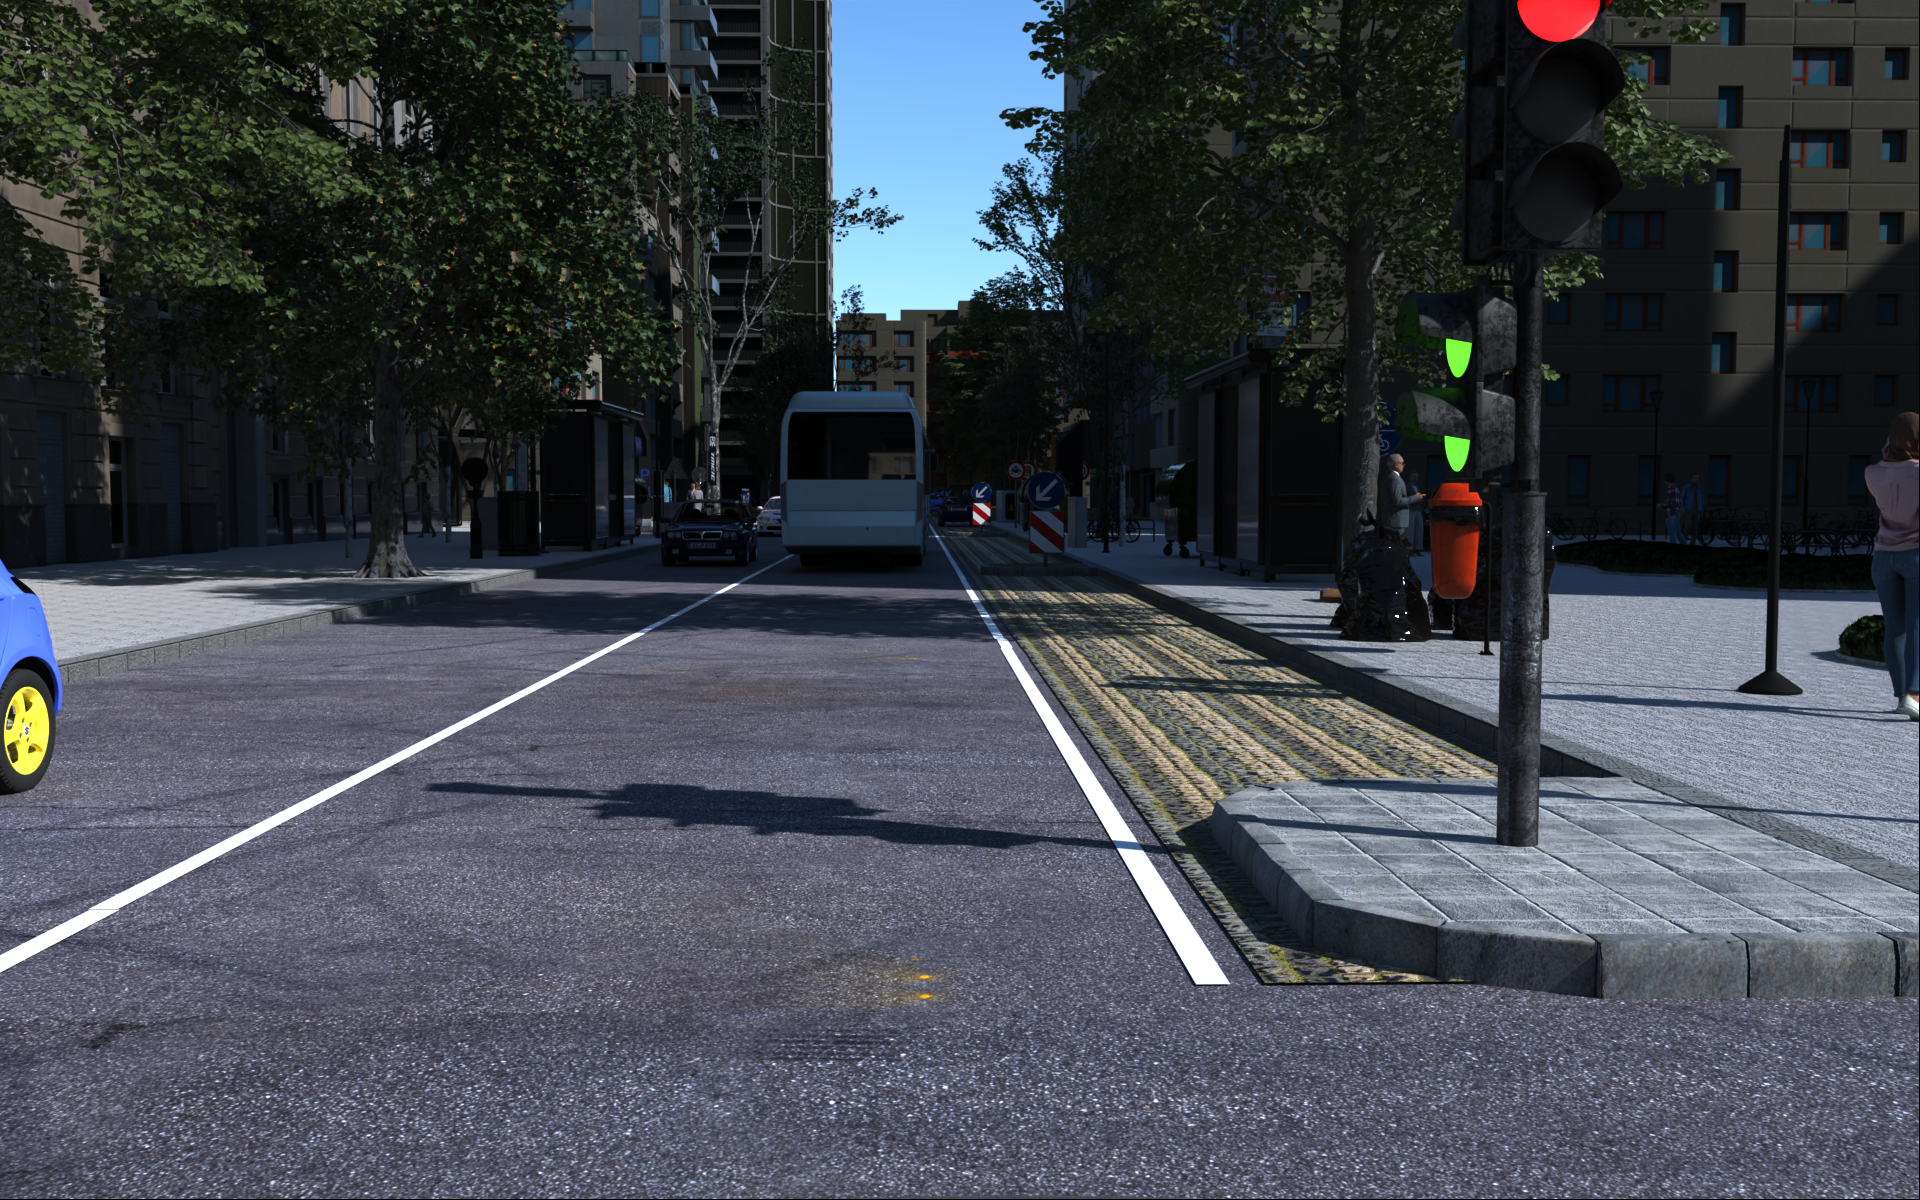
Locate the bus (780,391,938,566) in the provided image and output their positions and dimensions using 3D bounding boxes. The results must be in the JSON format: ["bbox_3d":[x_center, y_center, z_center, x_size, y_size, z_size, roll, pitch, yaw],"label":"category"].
[{"bbox_3d":[-1.989,-2.616,37.636,2.948,3.499,13.247,0,4,0],"label":"bus"}]

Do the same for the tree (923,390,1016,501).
[{"bbox_3d":[1.029,-12.800,143.699,8.767,10.594,7.601,0,4,0],"label":"tree"}]

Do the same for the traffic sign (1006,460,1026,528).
[{"bbox_3d":[2.103,-3.984,65.239,0.768,2.556,0.104,0,4,2],"label":"traffic sign"}]

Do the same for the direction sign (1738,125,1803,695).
[{"bbox_3d":[5.247,-1.169,11.106,0.379,3.537,0.876,2,4,24],"label":"direction sign"}]

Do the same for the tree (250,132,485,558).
[{"bbox_3d":[-12.521,-5.149,34.555,4.737,8.622,4.395,0,3,0],"label":"tree"}]

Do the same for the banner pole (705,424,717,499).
[{"bbox_3d":[-8.931,-4.404,62.025,0.401,3.779,0.863,2,4,24],"label":"banner pole"}]

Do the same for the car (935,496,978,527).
[{"bbox_3d":[-0.115,-3.960,77.331,1.945,1.354,3.894,0,4,-2],"label":"car"}]

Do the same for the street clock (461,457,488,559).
[{"bbox_3d":[-9.606,-1.821,34.342,0.471,2.002,0.358,-3,4,-38],"label":"street clock"}]

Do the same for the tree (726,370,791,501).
[{"bbox_3d":[-11.407,-9.259,101.750,4.360,8.622,3.978,0,3,0],"label":"tree"}]

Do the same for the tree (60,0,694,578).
[{"bbox_3d":[-8.725,-6.691,26.409,9.611,12.733,9.660,0,3,0],"label":"tree"}]

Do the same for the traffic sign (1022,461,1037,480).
[{"bbox_3d":[2.587,-4.064,66.558,0.768,2.556,0.104,0,4,0],"label":"traffic sign"}]

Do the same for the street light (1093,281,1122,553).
[{"bbox_3d":[3.195,-3.970,37.702,0.468,5.910,1.993,0,4,-2],"label":"street light"}]

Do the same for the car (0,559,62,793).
[{"bbox_3d":[-5.265,0.158,7.011,1.945,1.707,3.694,0,4,-2],"label":"car"}]

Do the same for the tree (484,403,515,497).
[{"bbox_3d":[-13.486,-5.526,40.720,4.737,8.622,4.395,0,3,0],"label":"tree"}]

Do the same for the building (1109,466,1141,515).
[{"bbox_3d":[26.305,-25.602,110.479,32.217,40.220,23.993,0,4,-2],"label":"building"}]

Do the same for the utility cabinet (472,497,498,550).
[{"bbox_3d":[-10.767,-1.761,39.948,1.020,1.237,0.306,2,4,30],"label":"utility cabinet"}]

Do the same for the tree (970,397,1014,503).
[{"bbox_3d":[2.113,-10.292,118.631,4.737,8.622,4.395,0,3,0],"label":"tree"}]

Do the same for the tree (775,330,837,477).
[{"bbox_3d":[-12.030,-12.513,121.599,9.611,12.733,9.660,0,3,0],"label":"tree"}]

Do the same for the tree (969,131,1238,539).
[{"bbox_3d":[4.055,-7.575,49.608,9.928,11.665,9.643,0,3,0],"label":"tree"}]

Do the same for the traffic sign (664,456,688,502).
[{"bbox_3d":[-9.850,-3.660,59.838,0.884,2.594,0.081,0,4,3],"label":"traffic sign"}]

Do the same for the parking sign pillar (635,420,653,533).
[{"bbox_3d":[-10.743,-4.259,58.107,1.447,3.967,1.447,-2,4,-25],"label":"parking sign pillar"}]

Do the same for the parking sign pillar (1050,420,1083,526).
[{"bbox_3d":[3.847,-4.527,62.488,1.447,3.967,1.447,-3,5,-44],"label":"parking sign pillar"}]

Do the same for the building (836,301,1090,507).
[{"bbox_3d":[1.721,-20.891,186.600,28.899,21.520,27.650,0,4,-2],"label":"building"}]

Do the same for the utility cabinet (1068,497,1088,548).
[{"bbox_3d":[2.838,-1.873,41.786,0.306,1.237,1.020,0,4,-7],"label":"utility cabinet"}]

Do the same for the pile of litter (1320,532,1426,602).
[{"bbox_3d":[4.866,-0.396,20.446,1.176,0.858,1.719,0,4,2],"label":"pile of litter"}]

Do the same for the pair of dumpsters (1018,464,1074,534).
[{"bbox_3d":[2.866,-3.386,57.853,1.574,2.255,4.437,0,4,-2],"label":"pair of dumpsters"}]

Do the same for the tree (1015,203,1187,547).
[{"bbox_3d":[3.737,-5.615,42.161,4.360,8.622,3.978,0,3,0],"label":"tree"}]

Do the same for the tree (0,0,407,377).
[{"bbox_3d":[-8.844,-5.919,14.898,7.486,12.596,7.792,0,3,0],"label":"tree"}]

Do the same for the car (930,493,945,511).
[{"bbox_3d":[-1.568,-7.142,126.357,1.945,1.707,3.694,0,4,0],"label":"car"}]

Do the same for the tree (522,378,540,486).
[{"bbox_3d":[-13.682,-5.804,45.264,4.737,8.622,4.395,0,3,0],"label":"tree"}]

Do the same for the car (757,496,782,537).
[{"bbox_3d":[-5.943,-2.912,59.981,2.083,1.381,4.827,0,4,-1],"label":"car"}]

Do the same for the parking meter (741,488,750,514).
[{"bbox_3d":[-9.545,-4.199,77.071,0.372,1.533,0.369,0,3,0],"label":"parking meter"}]

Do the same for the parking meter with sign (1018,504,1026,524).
[{"bbox_3d":[3.326,-4.726,73.535,1.738,3.016,0.543,-2,4,-25],"label":"parking meter with sign"}]

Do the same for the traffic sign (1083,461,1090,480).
[{"bbox_3d":[4.577,-4.040,66.154,0.768,2.556,0.104,0,4,-1],"label":"traffic sign"}]

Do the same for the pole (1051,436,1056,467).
[{"bbox_3d":[3.308,-4.129,61.352,0.158,3.312,0.155,0,3,0],"label":"pole"}]

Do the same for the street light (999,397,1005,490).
[{"bbox_3d":[1.955,-6.599,80.686,0.468,5.910,1.993,0,4,-2],"label":"street light"}]

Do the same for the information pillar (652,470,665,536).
[{"bbox_3d":[-9.254,-2.976,53.150,0.304,2.012,0.304,0,4,4],"label":"information pillar"}]

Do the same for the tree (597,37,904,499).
[{"bbox_3d":[-8.912,-13.172,71.255,12.611,20.169,13.585,0,3,0],"label":"tree"}]

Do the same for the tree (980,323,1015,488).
[{"bbox_3d":[2.527,-7.300,69.716,4.360,8.622,3.978,0,3,0],"label":"tree"}]

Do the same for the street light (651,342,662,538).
[{"bbox_3d":[-8.788,-4.735,50.209,0.468,5.910,1.993,0,4,-2],"label":"street light"}]

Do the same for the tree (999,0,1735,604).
[{"bbox_3d":[3.866,-6.058,17.176,7.486,12.596,7.792,0,3,0],"label":"tree"}]

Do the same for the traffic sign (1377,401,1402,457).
[{"bbox_3d":[5.688,-1.452,23.840,0.768,2.556,0.104,0,3,0],"label":"traffic sign"}]

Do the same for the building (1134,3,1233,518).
[{"bbox_3d":[17.045,-26.947,90.689,14.600,45.320,14.200,0,4,-2],"label":"building"}]

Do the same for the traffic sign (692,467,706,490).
[{"bbox_3d":[-12.058,-4.903,80.274,0.768,2.556,0.104,0,3,0],"label":"traffic sign"}]

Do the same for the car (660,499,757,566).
[{"bbox_3d":[-5.144,-1.418,35.766,1.945,1.354,3.894,0,4,-3],"label":"car"}]

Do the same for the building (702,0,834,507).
[{"bbox_3d":[-24.001,-45.438,181.169,20.611,71.187,20.563,0,4,-2],"label":"building"}]
